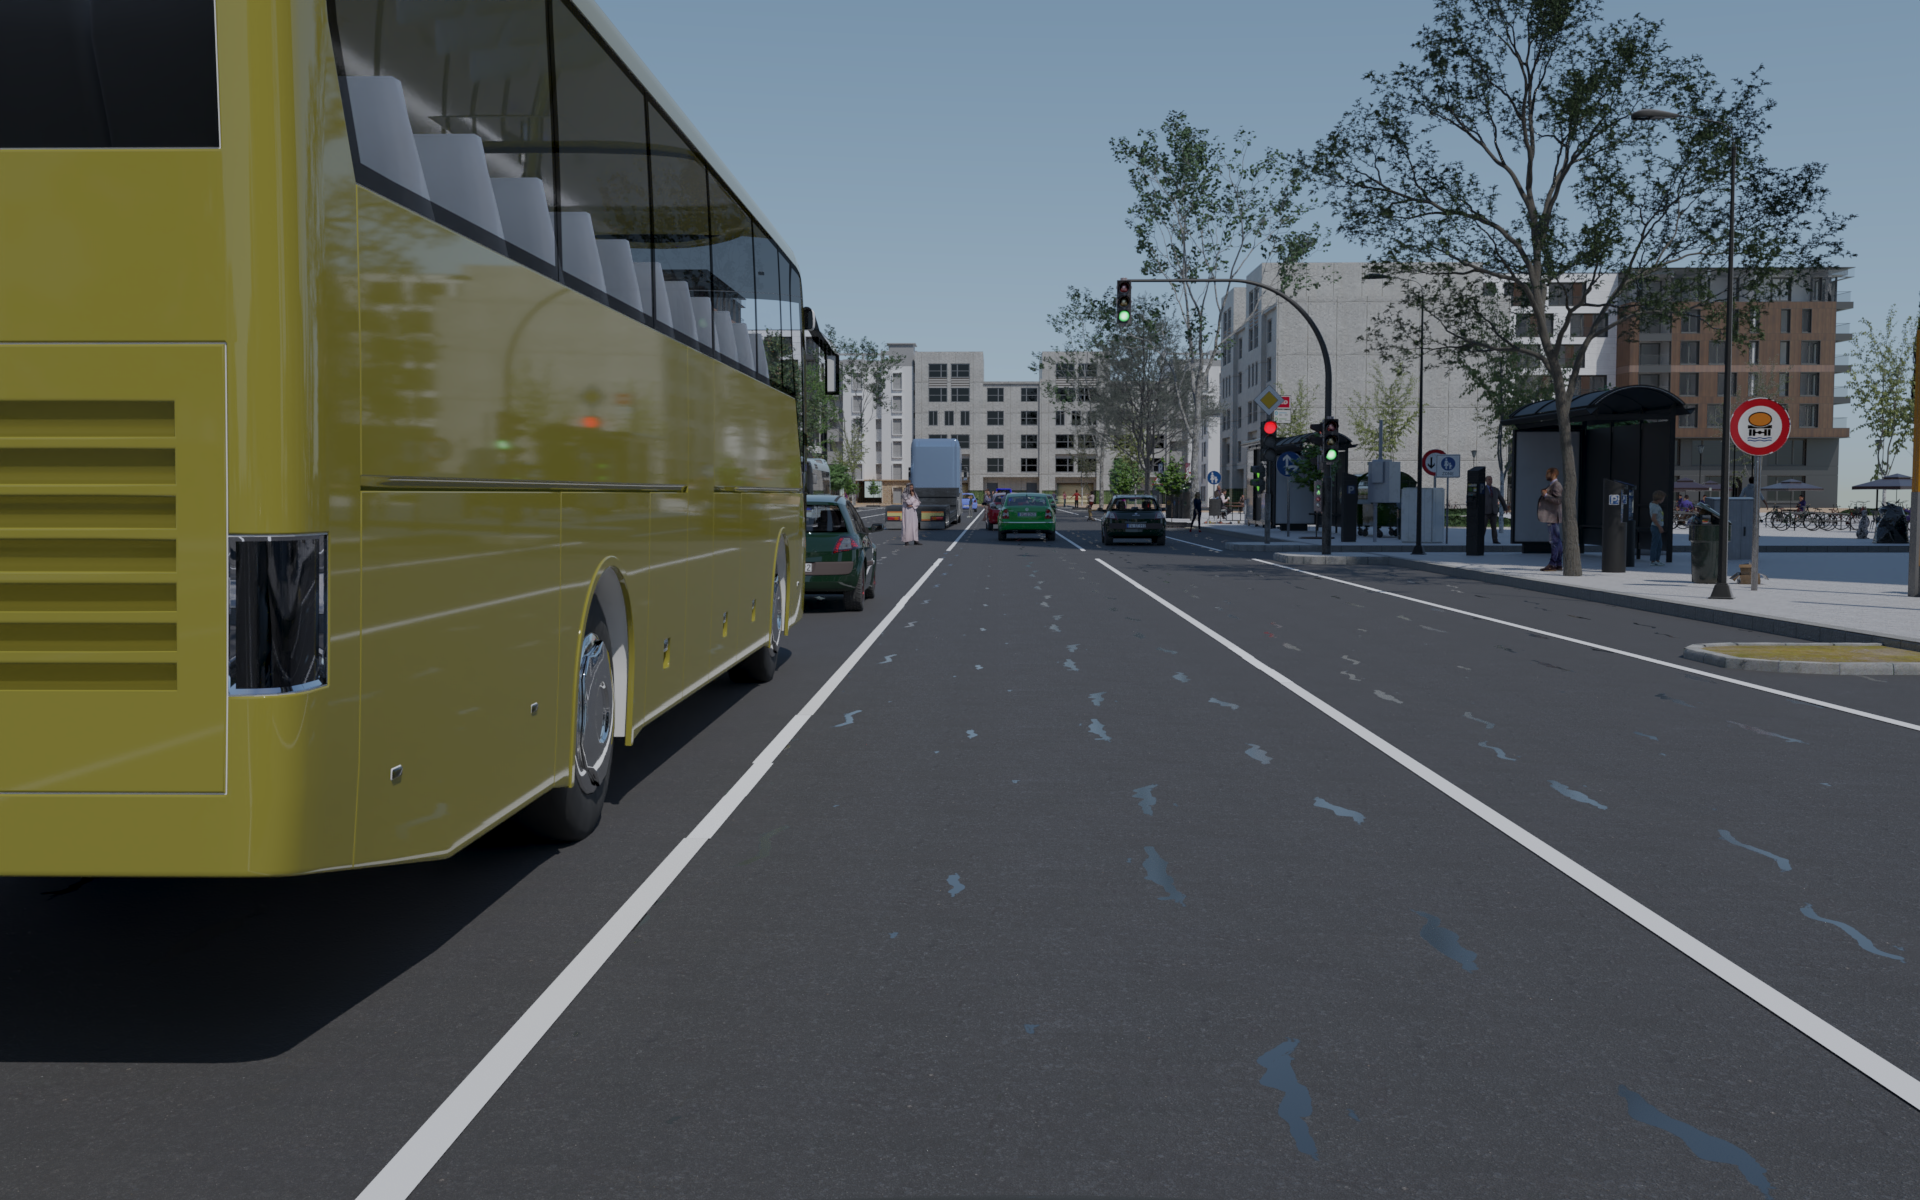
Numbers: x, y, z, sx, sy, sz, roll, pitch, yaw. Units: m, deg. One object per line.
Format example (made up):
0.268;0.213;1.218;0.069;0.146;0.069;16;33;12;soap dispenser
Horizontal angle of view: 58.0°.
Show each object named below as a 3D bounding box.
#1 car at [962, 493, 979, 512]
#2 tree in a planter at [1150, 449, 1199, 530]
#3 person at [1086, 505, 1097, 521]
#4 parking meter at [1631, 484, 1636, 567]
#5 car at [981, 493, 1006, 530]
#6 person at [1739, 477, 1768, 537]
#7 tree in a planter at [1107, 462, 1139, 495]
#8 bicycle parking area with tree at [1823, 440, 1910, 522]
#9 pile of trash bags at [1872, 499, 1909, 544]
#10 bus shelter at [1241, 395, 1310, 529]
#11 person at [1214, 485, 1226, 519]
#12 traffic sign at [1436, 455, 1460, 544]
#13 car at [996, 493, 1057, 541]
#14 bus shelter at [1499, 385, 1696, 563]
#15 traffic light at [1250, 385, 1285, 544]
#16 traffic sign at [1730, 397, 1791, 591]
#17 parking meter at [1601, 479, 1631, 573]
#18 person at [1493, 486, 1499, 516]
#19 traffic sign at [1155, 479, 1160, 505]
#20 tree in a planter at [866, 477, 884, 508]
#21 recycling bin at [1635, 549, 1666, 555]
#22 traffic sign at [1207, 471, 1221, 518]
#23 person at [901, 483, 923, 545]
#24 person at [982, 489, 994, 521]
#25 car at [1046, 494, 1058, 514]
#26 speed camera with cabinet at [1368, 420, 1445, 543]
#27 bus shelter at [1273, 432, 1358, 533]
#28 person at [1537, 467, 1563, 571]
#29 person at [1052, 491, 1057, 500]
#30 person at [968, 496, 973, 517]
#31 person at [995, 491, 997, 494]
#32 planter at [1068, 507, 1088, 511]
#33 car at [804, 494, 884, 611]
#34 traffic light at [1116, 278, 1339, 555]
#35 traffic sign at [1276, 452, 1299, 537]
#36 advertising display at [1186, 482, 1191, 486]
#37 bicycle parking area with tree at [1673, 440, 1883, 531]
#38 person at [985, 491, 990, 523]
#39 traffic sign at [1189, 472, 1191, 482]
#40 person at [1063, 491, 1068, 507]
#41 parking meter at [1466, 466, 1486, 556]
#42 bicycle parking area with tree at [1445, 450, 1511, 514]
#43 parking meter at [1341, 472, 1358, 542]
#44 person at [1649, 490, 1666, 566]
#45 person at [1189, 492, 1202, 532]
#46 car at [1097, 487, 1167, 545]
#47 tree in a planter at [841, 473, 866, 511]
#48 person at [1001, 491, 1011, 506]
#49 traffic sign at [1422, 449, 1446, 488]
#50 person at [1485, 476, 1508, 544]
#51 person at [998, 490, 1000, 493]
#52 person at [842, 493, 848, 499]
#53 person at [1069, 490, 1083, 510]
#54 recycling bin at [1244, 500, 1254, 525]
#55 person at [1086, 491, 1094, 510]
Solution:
0.520;-7.885;138.515;1.945;1.707;3.694;0;4;0;car
8.492;-4.409;69.311;1.991;3.239;1.994;0;4;1;tree in a planter
7.048;-4.626;92.051;0.695;0.859;0.347;1;4;11;person
11.722;-1.355;30.563;0.372;1.533;0.369;0;3;0;parking meter
1.953;-3.710;69.697;2.155;1.783;4.494;0;4;-1;car
23.823;-2.798;51.931;0.789;1.805;0.875;-2;4;-33;person
9.083;-6.074;96.536;1.991;3.239;1.994;0;4;1;tree in a planter
50.792;-6.315;90.247;8.231;4.147;9.016;3;5;39;bicycle parking area with tree
25.358;-2.136;44.670;3.447;1.369;1.912;3;5;41;pile of trash bags
12.309;-5.518;67.851;2.179;5.291;8.768;0;4;1;bus shelter
13.434;-5.054;89.359;0.565;1.739;0.600;-2;4;-29;person
12.536;-2.594;44.545;0.606;2.300;0.079;1;4;11;traffic sign
2.095;-2.804;54.642;1.959;1.807;4.718;0;4;2;car
12.638;-2.502;34.829;2.014;3.302;5.546;0;4;1;bus shelter
7.920;-3.408;44.634;0.839;4.253;0.868;0;4;1;traffic light
10.558;-1.397;22.945;0.768;2.556;0.104;1;4;9;traffic sign
10.703;-1.217;28.315;0.372;1.533;0.369;0;3;0;parking meter
29.311;-5.406;95.242;0.742;1.727;0.445;-3;5;-42;person
11.541;-6.123;100.119;0.884;2.594;0.081;0;4;8;traffic sign
-8.708;-10.826;174.229;1.991;3.239;1.994;0;4;1;tree in a planter
14.514;-1.470;36.589;0.722;1.027;0.722;-3;4;-37;recycling bin
13.853;-5.771;94.462;0.768;2.556;0.104;1;4;11;traffic sign
-1.396;-2.408;48.533;0.621;1.740;0.551;2;4;33;person
1.490;-5.099;92.676;0.445;1.727;0.742;2;4;29;person
6.220;-7.139;128.522;2.131;1.459;4.920;0;4;2;car
11.800;-3.147;45.795;0.660;3.252;2.038;-3;5;-41;speed camera with cabinet
11.675;-3.906;57.779;2.014;3.302;5.546;0;4;1;bus shelter
9.819;-1.345;28.854;0.431;1.722;0.655;2;4;24;person
9.072;-9.642;167.073;0.541;1.710;0.530;1;4;15;person
0.610;-5.781;106.936;0.340;1.345;0.435;1;4;10;person
3.551;-9.824;170.062;0.436;1.711;0.756;0;4;3;person
10.162;-7.670;146.538;1.991;0.319;1.994;0;4;1;planter
-2.019;-0.781;22.562;2.009;1.686;4.222;0;3;0;car
5.654;-3.785;36.555;4.771;5.953;1.251;0;4;1;traffic light
9.885;-3.178;52.071;0.768;2.556;0.104;1;4;10;traffic sign
12.539;-5.434;94.061;0.123;1.923;0.974;-2;4;-29;advertising display
28.742;-4.707;63.966;9.016;4.147;8.231;2;4;31;bicycle parking area with tree
1.335;-4.398;82.470;0.319;1.574;0.516;0;4;6;person
13.109;-6.016;98.469;0.768;2.556;0.104;0;4;3;traffic sign
10.854;-10.340;178.271;0.721;1.743;1.217;2;4;27;person
10.739;-1.857;36.067;0.255;1.863;0.399;3;5;43;parking meter
34.862;-7.591;111.119;9.016;4.147;8.231;-1;4;-19;bicycle parking area with tree
10.420;-2.484;46.321;0.399;1.863;0.255;-1;4;-8;parking meter
12.467;-1.281;30.902;0.340;1.345;0.435;1;4;9;person
8.859;-3.306;65.096;0.613;1.512;0.480;3;4;37;person
4.956;-2.442;49.707;2.009;1.686;4.222;0;4;3;car
-9.297;-9.165;147.063;1.991;3.239;1.994;0;4;1;tree in a planter
1.712;-3.297;64.619;0.590;1.554;0.614;-1;4;-22;person
13.414;-2.987;48.935;0.768;2.556;0.104;1;4;9;traffic sign
13.645;-2.321;44.552;0.990;1.755;0.434;0;4;-4;person
3.809;-9.654;166.345;1.348;1.824;0.705;3;4;37;person
-12.236;-10.976;186.181;1.217;1.739;0.721;0;4;-7;person
10.468;-9.010;155.758;1.348;1.831;0.705;-1;4;-22;person
12.444;-3.693;72.931;0.722;1.027;0.722;2;4;35;recycling bin
8.699;-6.477;115.862;0.517;1.644;0.566;-1;4;-12;person
